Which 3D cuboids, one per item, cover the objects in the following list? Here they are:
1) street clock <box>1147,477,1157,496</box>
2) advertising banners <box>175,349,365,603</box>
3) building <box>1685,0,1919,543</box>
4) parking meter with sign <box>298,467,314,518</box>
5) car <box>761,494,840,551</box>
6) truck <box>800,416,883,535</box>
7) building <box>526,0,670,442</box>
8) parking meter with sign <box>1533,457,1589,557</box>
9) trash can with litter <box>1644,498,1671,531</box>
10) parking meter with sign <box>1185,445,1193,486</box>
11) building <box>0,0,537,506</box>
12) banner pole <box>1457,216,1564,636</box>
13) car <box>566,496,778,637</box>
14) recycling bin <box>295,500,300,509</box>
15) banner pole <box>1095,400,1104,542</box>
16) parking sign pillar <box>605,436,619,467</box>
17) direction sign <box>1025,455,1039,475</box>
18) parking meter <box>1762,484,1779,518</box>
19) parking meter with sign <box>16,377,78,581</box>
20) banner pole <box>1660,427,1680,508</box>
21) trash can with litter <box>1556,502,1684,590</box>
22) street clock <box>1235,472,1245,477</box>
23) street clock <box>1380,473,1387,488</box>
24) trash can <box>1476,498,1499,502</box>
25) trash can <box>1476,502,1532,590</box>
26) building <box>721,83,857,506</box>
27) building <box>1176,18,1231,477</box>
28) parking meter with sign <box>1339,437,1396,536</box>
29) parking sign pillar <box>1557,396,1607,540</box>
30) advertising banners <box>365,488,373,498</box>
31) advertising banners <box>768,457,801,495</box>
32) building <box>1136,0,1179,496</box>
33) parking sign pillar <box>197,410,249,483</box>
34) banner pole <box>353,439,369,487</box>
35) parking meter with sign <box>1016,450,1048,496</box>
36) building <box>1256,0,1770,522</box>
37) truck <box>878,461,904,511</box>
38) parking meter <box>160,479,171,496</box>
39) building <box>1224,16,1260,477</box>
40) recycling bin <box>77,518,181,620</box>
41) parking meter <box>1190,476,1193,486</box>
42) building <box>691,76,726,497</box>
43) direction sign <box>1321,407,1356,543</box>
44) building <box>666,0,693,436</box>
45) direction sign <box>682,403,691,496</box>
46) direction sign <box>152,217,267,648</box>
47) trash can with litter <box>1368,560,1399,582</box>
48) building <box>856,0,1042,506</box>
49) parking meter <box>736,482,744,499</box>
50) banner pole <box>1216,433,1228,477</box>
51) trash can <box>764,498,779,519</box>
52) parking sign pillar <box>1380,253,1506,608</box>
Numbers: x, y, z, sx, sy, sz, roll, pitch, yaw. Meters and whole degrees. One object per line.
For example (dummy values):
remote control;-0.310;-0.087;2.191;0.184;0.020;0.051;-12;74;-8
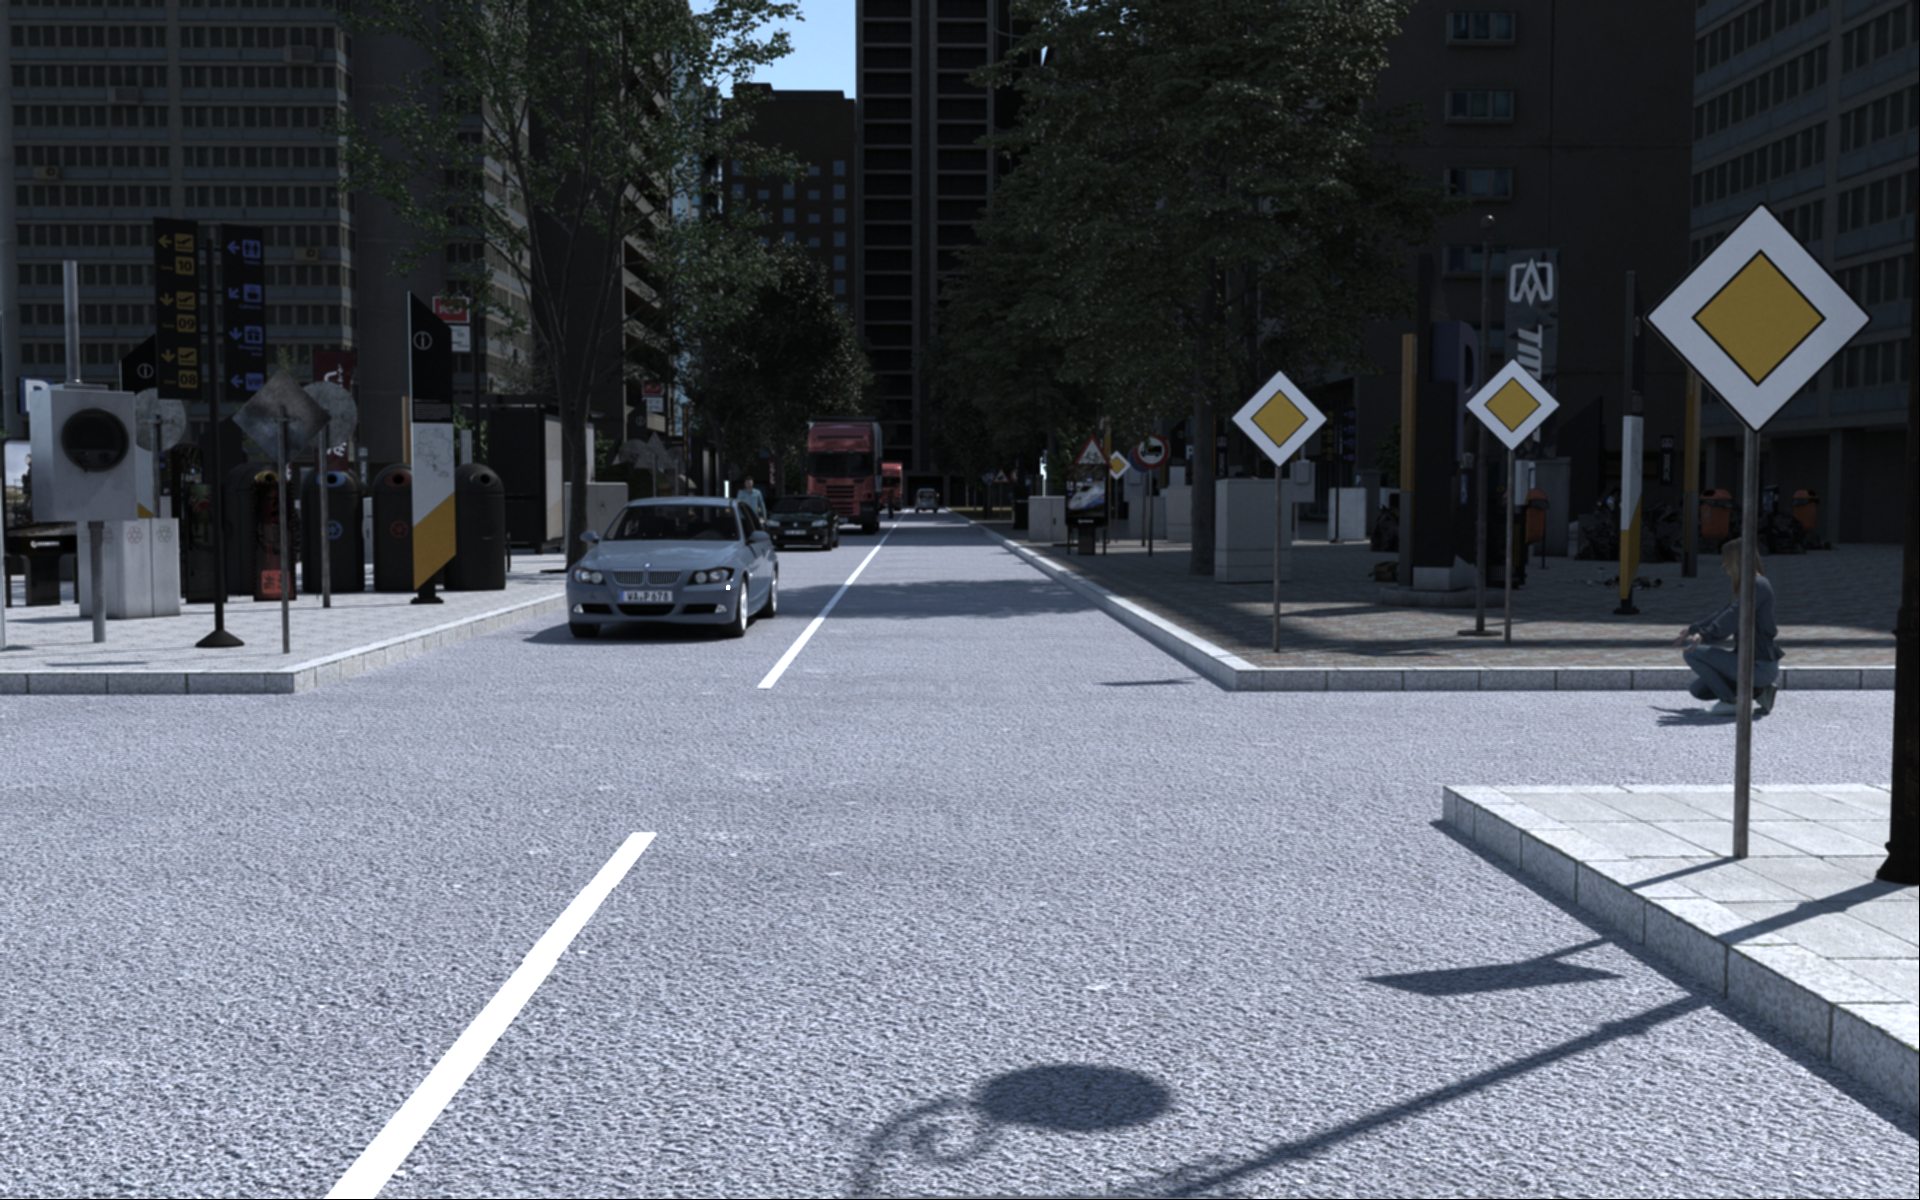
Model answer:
street clock;8.027;-4.178;72.872;0.471;2.002;0.358;-1;4;-13
advertising banners;-8.245;-1.498;20.679;2.074;3.025;0.090;-2;4;-29
building;34.119;-21.452;42.627;23.993;40.220;32.217;0;4;-1
parking meter with sign;-18.312;-3.238;49.196;1.738;3.016;0.543;0;4;5
car;-4.097;-2.155;45.025;2.009;1.686;4.222;0;4;0
truck;-4.235;-4.622;64.477;2.839;4.237;11.283;0;4;-1
building;-32.900;-30.513;122.588;21.300;48.544;21.600;0;4;-1
parking meter with sign;12.168;-2.403;35.546;1.738;3.016;0.543;1;4;22
trash can with litter;17.995;-2.069;45.223;1.055;1.170;0.624;-1;4;-11
parking meter with sign;8.541;-3.923;60.406;0.543;3.016;1.738;-2;4;-33
building;-38.468;-24.950;99.813;32.217;40.220;23.993;0;4;-1
banner pole;4.955;-1.564;15.589;0.863;3.779;0.401;2;4;25
car;-3.017;-0.420;18.868;2.014;1.417;4.499;0;4;0
recycling bin;-27.315;-3.662;72.424;0.722;1.027;0.722;0;4;2
banner pole;3.730;-3.434;46.165;0.401;3.779;0.863;1;4;19
parking sign pillar;-16.109;-5.666;81.104;1.447;3.967;1.447;-3;5;-40
direction sign;3.422;-5.552;82.764;0.876;3.537;0.379;-2;4;-32
parking meter;20.870;-2.214;44.615;0.372;1.533;0.369;0;3;0
parking meter with sign;-13.144;-1.795;25.614;1.738;3.016;0.543;2;4;31
banner pole;26.529;-4.564;64.636;0.863;3.779;0.401;0;4;6
trash can with litter;9.237;-0.805;24.214;1.678;1.210;2.233;1;4;18
street clock;9.193;-3.203;56.946;0.358;2.002;0.471;-1;4;-8
street clock;14.805;-3.425;60.563;0.358;2.002;0.471;1;4;16
trash can;17.783;-2.864;58.472;0.748;1.137;0.748;0;3;0
trash can;7.323;-0.718;23.393;0.748;1.137;0.748;0;3;0
building;-18.439;-33.161;192.292;14.200;45.320;14.600;0;4;-1
building;22.495;-28.469;115.576;14.600;45.320;14.200;0;4;-1
parking meter with sign;12.547;-3.484;53.219;1.738;3.016;0.543;-1;4;-19
parking sign pillar;17.353;-3.664;48.372;1.447;3.967;1.447;-3;4;-38
advertising banners;-16.729;-3.188;48.318;2.074;3.025;0.090;0;4;2
advertising banners;-8.433;-5.324;83.230;0.090;3.025;2.074;3;5;43
building;24.633;-36.380;136.819;21.231;58.520;28.212;0;4;-1
parking sign pillar;-23.370;-4.051;54.709;1.447;3.967;1.447;-2;4;-29
banner pole;-27.100;-5.399;78.292;0.863;3.779;0.401;0;4;8
parking meter with sign;2.854;-4.342;67.260;1.738;3.016;0.543;-3;5;-44
building;26.236;-27.802;78.261;21.300;48.544;21.600;0;4;-1
truck;-6.184;-9.729;147.984;2.839;4.237;11.283;0;4;-2
parking meter;-30.939;-3.777;67.468;0.399;1.863;0.255;-2;4;-32
building;22.528;-20.196;101.899;14.160;30.474;14.107;0;4;-1
recycling bin;-8.678;-0.339;18.091;0.722;1.027;0.722;2;4;29
parking meter;6.605;-2.605;48.303;0.255;1.863;0.399;3;5;45
building;-41.095;-35.354;197.640;30.456;49.044;23.786;0;4;-1
direction sign;9.819;-3.244;45.031;0.876;3.537;0.379;0;4;7
building;-30.163;-30.145;142.988;14.200;45.320;14.600;0;4;-1
direction sign;-6.860;-3.152;43.525;0.379;3.537;0.876;0;4;2
direction sign;-6.246;-1.377;14.511;0.876;3.537;0.379;-3;5;-40
trash can with litter;6.469;-0.843;25.169;1.055;1.170;0.624;2;4;29
building;-1.131;-46.344;195.980;20.611;71.187;20.563;0;4;-1
parking meter;-10.573;-4.757;83.483;0.399;1.863;0.255;0;4;0
banner pole;9.334;-4.446;62.711;0.863;3.779;0.401;-1;4;-23
trash can;-7.141;-3.330;66.102;0.748;1.137;0.748;0;3;0
parking sign pillar;5.630;-1.929;20.017;1.447;3.967;1.447;2;4;28
